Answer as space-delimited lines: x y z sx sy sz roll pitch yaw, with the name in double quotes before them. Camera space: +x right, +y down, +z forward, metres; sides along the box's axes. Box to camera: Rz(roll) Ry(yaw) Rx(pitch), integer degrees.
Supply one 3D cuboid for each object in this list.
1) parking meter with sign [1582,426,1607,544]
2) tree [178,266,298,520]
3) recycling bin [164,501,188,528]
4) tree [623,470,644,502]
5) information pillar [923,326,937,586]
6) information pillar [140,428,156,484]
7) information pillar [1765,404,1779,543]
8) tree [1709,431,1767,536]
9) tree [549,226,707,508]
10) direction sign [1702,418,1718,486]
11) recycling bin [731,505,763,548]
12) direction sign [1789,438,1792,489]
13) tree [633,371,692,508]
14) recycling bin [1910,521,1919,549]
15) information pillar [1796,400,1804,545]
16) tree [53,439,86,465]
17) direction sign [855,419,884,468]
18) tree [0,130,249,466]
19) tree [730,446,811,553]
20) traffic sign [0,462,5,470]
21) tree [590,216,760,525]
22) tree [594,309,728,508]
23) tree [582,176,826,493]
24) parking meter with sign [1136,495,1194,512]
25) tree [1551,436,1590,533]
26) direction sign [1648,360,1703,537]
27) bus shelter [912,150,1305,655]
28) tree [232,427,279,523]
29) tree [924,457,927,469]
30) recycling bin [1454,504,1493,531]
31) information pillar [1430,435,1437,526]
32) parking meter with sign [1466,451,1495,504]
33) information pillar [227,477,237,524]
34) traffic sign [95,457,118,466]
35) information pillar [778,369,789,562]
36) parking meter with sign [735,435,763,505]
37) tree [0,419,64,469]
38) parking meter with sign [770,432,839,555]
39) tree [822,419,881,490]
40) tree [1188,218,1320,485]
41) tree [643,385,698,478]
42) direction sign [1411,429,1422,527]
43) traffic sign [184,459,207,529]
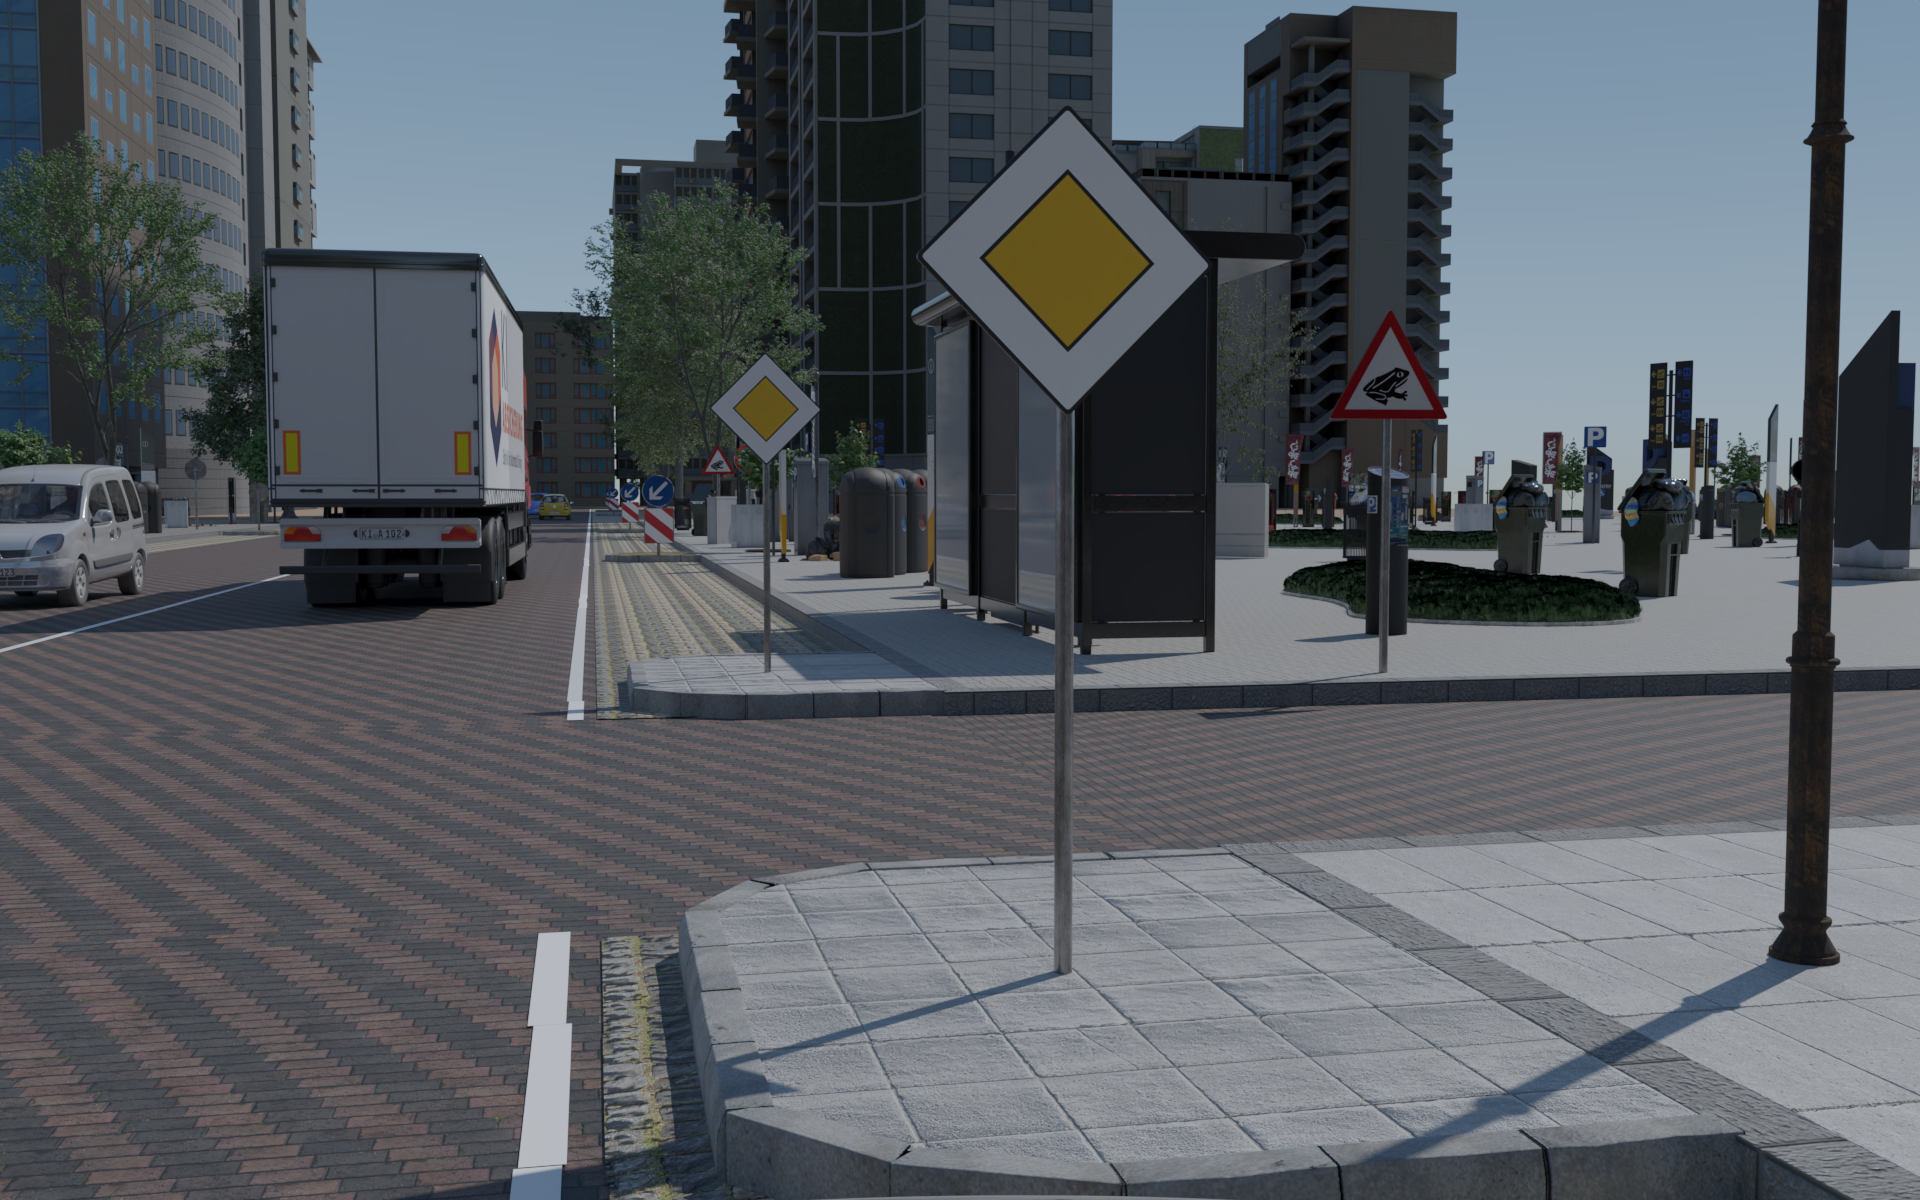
"parking meter with sign" 16.594 -3.005 45.396 0.543 3.016 1.738 1 4 18
"tree" -33.537 -10.329 85.880 9.611 12.733 9.660 0 3 0
"recycling bin" -29.734 -3.250 65.695 0.722 1.027 0.722 -2 4 -34
"tree" -25.953 -8.727 137.286 1.663 3.219 1.824 0 3 0
"information pillar" -0.333 -2.000 24.061 0.183 3.616 0.504 -1 4 -23
"information pillar" -28.970 -4.308 61.790 0.183 3.616 0.504 3 4 38
"information pillar" 21.070 -3.278 44.952 0.504 3.616 0.183 -3 5 -44
"tree" 23.910 -3.594 53.361 1.663 3.219 1.824 0 3 0
"tree" -23.460 -16.477 125.288 12.611 20.169 13.585 0 3 0
"direction sign" 22.193 -3.643 51.567 0.876 3.537 0.379 -2 4 -24
"recycling bin" -5.087 -1.780 41.655 0.722 1.027 0.722 -1 4 -20
"direction sign" 33.477 -4.762 69.856 0.379 3.537 0.876 1 4 22
"tree" -16.695 -8.954 96.763 4.737 8.622 4.395 0 3 0
"recycling bin" 22.055 -1.718 40.638 0.722 1.027 0.722 1 4 12
"information pillar" 21.053 -3.154 42.915 0.183 3.616 0.504 -1 4 -21
"tree" -31.517 -4.075 61.231 1.663 3.219 1.824 0 3 0
"direction sign" -2.708 -3.681 52.184 0.876 3.537 0.379 -1 4 -14
"tree" -25.281 -7.662 51.036 9.928 11.665 9.643 0 3 0
"tree" -4.369 -2.679 38.408 1.663 3.219 1.824 0 3 0
"traffic sign" -25.171 -2.748 44.926 0.884 2.594 0.081 0 4 -5
"tree" -11.287 -9.332 70.703 7.486 12.596 7.792 0 3 0
"tree" -13.630 -9.001 81.573 7.601 10.594 8.767 -1 4 -13
"tree" -8.382 -8.099 58.179 9.928 11.665 9.643 0 3 0
"parking meter with sign" 3.824 -2.330 34.356 1.738 3.016 0.543 1 4 9
"tree" 20.656 -3.882 58.075 1.663 3.219 1.824 0 3 0
"direction sign" 12.174 -2.308 29.739 0.379 3.537 0.876 -2 4 -27
"bus shelter" 0.854 -2.469 17.993 2.179 5.291 8.768 -1 4 -12
"tree" -30.571 -5.724 77.299 4.285 4.588 4.351 0 3 0
"tree" -0.969 -5.081 77.672 1.663 3.219 1.824 0 3 0
"recycling bin" 13.379 -1.994 45.154 0.722 1.027 0.722 -1 4 -18
"information pillar" 18.902 -4.754 69.082 0.183 3.616 0.504 2 4 29
"parking meter with sign" 21.071 -4.562 70.846 0.543 3.016 1.738 -1 4 -20
"information pillar" -31.335 -4.284 74.533 0.304 2.012 0.304 -1 4 -16
"traffic sign" -28.904 -3.583 58.692 0.768 2.556 0.104 0 4 -7
"information pillar" -3.351 -2.529 32.698 0.183 3.616 0.504 -1 4 -12
"parking meter with sign" -5.146 -3.078 46.583 1.738 3.016 0.543 -1 4 -11
"tree" -41.086 -5.627 75.711 4.285 4.588 4.351 0 3 0
"parking meter with sign" -3.116 -2.457 36.439 1.738 3.016 0.543 -1 4 -17
"tree" -2.897 -3.084 45.022 1.663 3.219 1.824 0 3 0
"tree" 7.096 -5.862 46.211 4.360 8.622 3.978 0 3 0
"tree" -18.426 -9.716 109.218 4.360 8.622 3.978 0 3 0
"direction sign" 16.003 -4.207 60.774 0.379 3.537 0.876 -1 4 -9
"traffic sign" -27.772 -3.844 62.959 0.768 2.556 0.104 -1 4 -11
